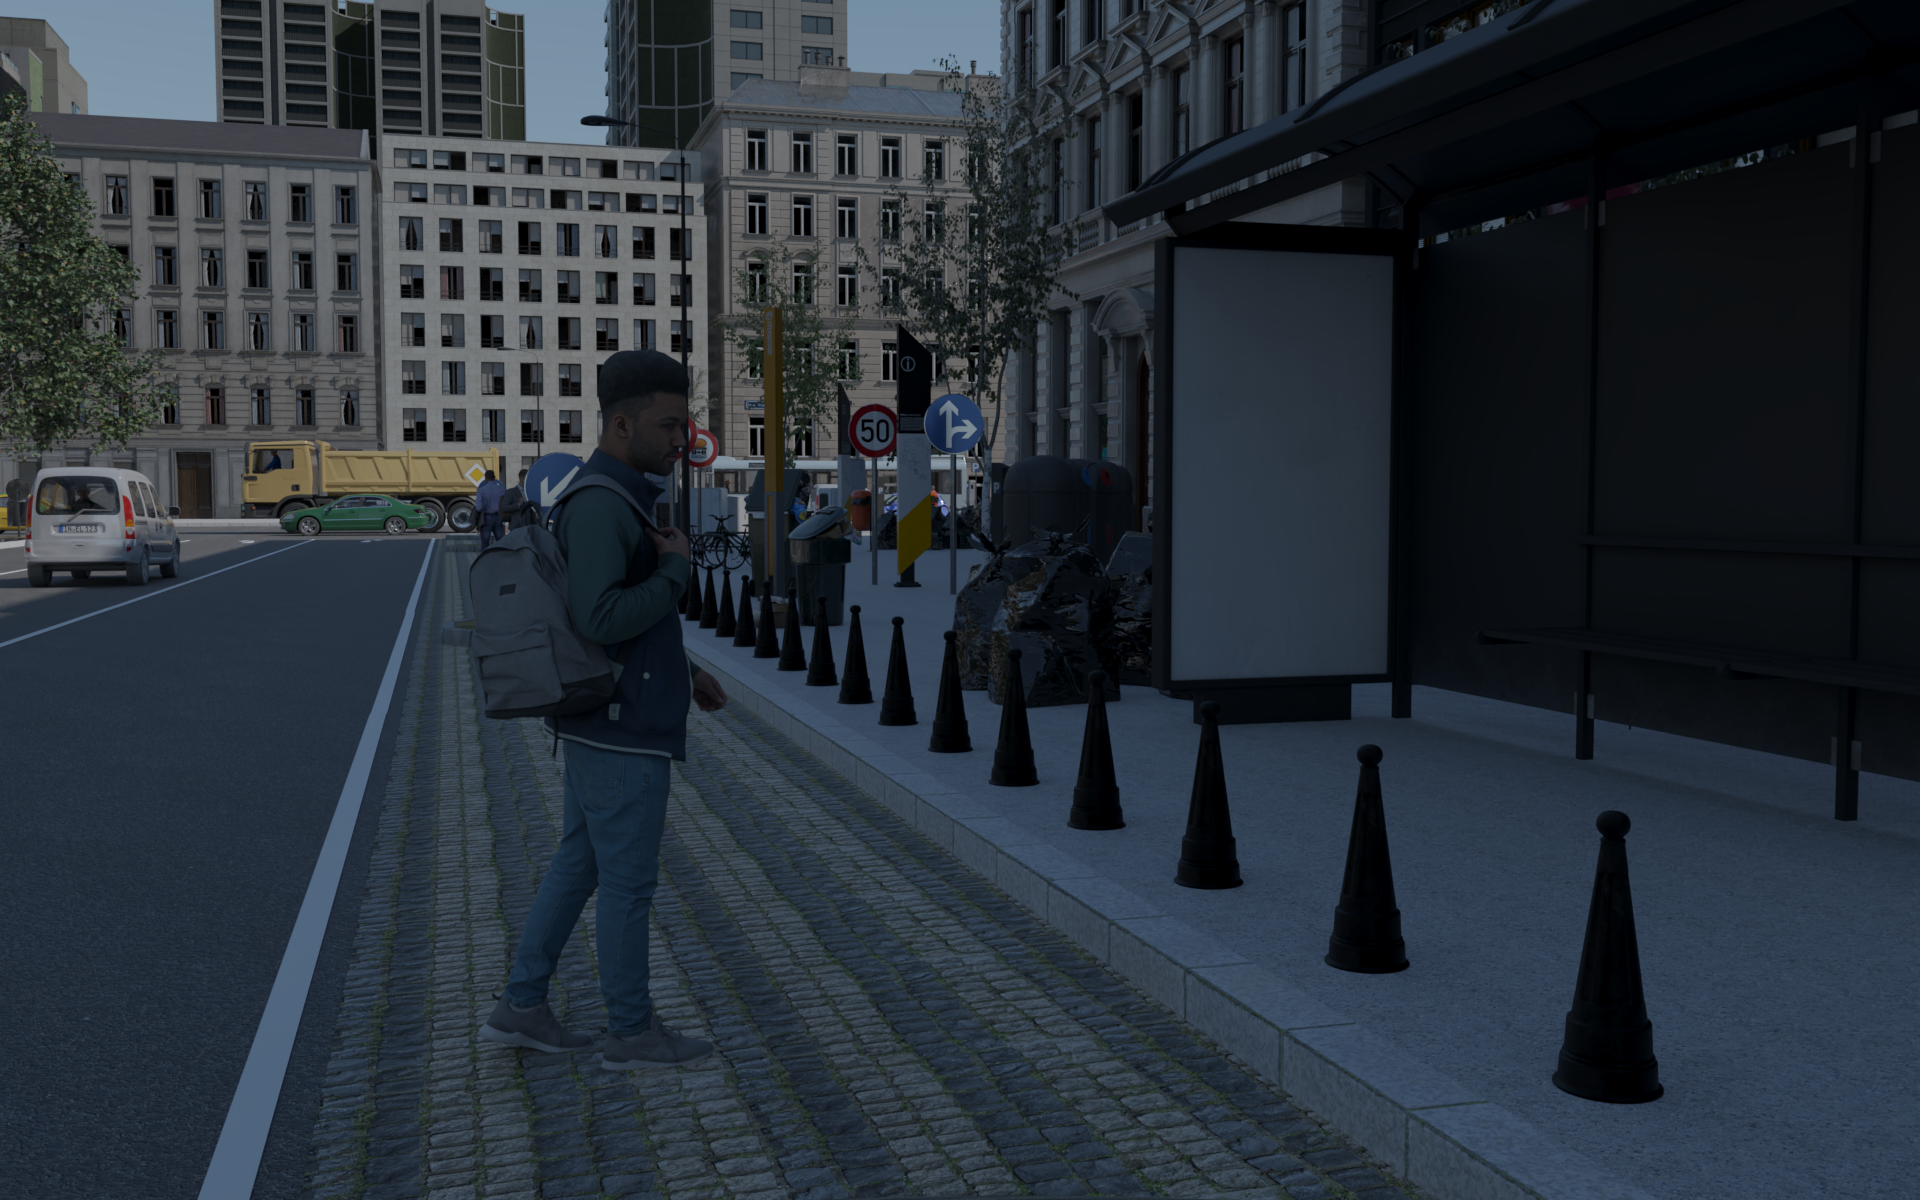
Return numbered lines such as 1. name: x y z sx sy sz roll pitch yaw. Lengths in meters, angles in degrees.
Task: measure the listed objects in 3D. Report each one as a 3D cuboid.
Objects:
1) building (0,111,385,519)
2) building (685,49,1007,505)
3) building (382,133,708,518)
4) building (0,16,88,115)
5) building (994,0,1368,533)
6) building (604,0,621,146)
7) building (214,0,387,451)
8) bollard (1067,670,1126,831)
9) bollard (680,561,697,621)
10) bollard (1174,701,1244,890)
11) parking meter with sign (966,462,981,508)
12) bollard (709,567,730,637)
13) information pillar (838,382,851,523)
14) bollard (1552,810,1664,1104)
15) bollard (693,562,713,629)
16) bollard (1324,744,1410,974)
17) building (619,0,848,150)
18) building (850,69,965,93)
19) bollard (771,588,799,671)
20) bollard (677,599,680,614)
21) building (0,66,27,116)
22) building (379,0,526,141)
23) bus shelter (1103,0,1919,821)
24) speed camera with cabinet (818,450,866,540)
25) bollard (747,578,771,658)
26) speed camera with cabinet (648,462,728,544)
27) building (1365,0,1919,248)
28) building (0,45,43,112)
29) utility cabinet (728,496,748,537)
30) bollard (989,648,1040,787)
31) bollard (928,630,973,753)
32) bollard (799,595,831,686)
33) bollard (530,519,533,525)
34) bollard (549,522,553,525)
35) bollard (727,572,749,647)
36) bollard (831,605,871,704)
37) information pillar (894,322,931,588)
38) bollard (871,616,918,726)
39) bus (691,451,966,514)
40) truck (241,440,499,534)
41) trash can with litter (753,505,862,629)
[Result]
1. building: -40.300 -14.857 92.065 18.267 20.994 9.793 -1 4 -16
2. building: -3.003 -18.766 104.095 25.104 27.353 12.463 -1 4 -16
3. building: -23.353 -14.847 97.499 16.860 20.320 10.420 -1 4 -16
4. building: -100.004 -33.570 172.568 21.600 48.544 21.300 -1 4 -16
5. building: 8.359 -12.845 38.887 11.050 23.489 19.941 -1 4 -16
6. building: -29.487 -53.484 187.130 22.319 86.520 31.000 -1 4 -16
7. building: -93.412 -49.464 246.982 20.611 71.187 20.563 -1 4 -16
8. bollard: 0.528 0.572 6.690 0.229 0.601 0.229 0 3 0
9. bollard: -2.688 -0.094 17.580 0.229 0.601 0.229 0 3 0
10. bollard: 0.822 0.632 5.706 0.229 0.601 0.229 0 3 0
11. parking meter with sign: 0.486 -6.025 94.772 0.543 3.016 1.738 2 4 28
12. bollard: -2.098 0.028 15.584 0.229 0.601 0.229 0 3 0
13. information pillar: -2.452 -2.769 36.632 0.183 3.616 0.504 1 4 21
14. bollard: 1.403 0.753 3.734 0.229 0.601 0.229 0 3 0
15. bollard: -2.394 -0.033 16.579 0.229 0.601 0.229 0 3 0
16. bollard: 1.113 0.692 4.722 0.229 0.601 0.229 0 3 0
17. building: -22.790 -44.310 162.716 20.563 71.187 20.611 -1 4 -16
18. building: -3.062 -35.457 199.329 30.456 49.044 23.786 -1 4 -16
19. bollard: -1.222 0.209 12.622 0.229 0.601 0.229 0 3 0
20. bollard: -2.980 -0.155 18.571 0.229 0.601 0.229 0 3 0
21. building: -57.079 -15.779 87.656 15.834 23.373 12.332 -1 4 -16
22. building: -73.625 -49.816 252.741 20.611 71.187 20.563 -1 4 -16
23. bus shelter: 2.549 -0.817 7.287 2.014 3.302 5.546 -1 4 -17
24. speed camera with cabinet: -3.157 -3.165 46.087 0.660 3.252 2.038 -2 4 -26
25. bollard: -1.517 0.149 13.606 0.229 0.601 0.229 0 3 0
26. speed camera with cabinet: -7.083 -3.093 44.914 2.038 3.252 0.660 1 4 11
27. building: 14.672 -11.749 21.775 12.332 23.373 15.834 -1 4 -16
28. building: -89.386 -28.667 152.300 14.154 41.232 14.086 -1 4 -16
29. utility cabinet: -7.033 -2.687 55.096 0.306 1.237 1.020 1 4 14
30. bollard: 0.241 0.512 7.676 0.229 0.601 0.229 0 3 0
31. bollard: -0.048 0.451 8.661 0.229 0.601 0.229 0 3 0
32. bollard: -0.928 0.269 11.638 0.229 0.601 0.229 0 3 0
33. bollard: -12.627 -2.151 51.203 0.229 0.601 0.229 0 3 0
34. bollard: -10.588 -1.729 44.303 0.229 0.601 0.229 0 3 0
35. bollard: -1.807 0.088 14.599 0.229 0.601 0.229 0 3 0
36. bollard: -0.642 0.330 10.649 0.229 0.601 0.229 0 3 0
37. information pillar: -0.647 -1.985 23.811 0.504 3.616 0.183 -1 4 -20
38. bollard: -0.346 0.390 9.659 0.229 0.601 0.229 0 3 0
39. bus: -6.421 -5.257 80.819 13.247 3.499 2.948 -1 4 -15
40. truck: -21.966 -4.133 63.504 9.791 3.379 3.469 -1 4 -15
41. trash can with litter: -1.519 -0.328 16.745 1.055 1.170 0.624 -3 4 -38
